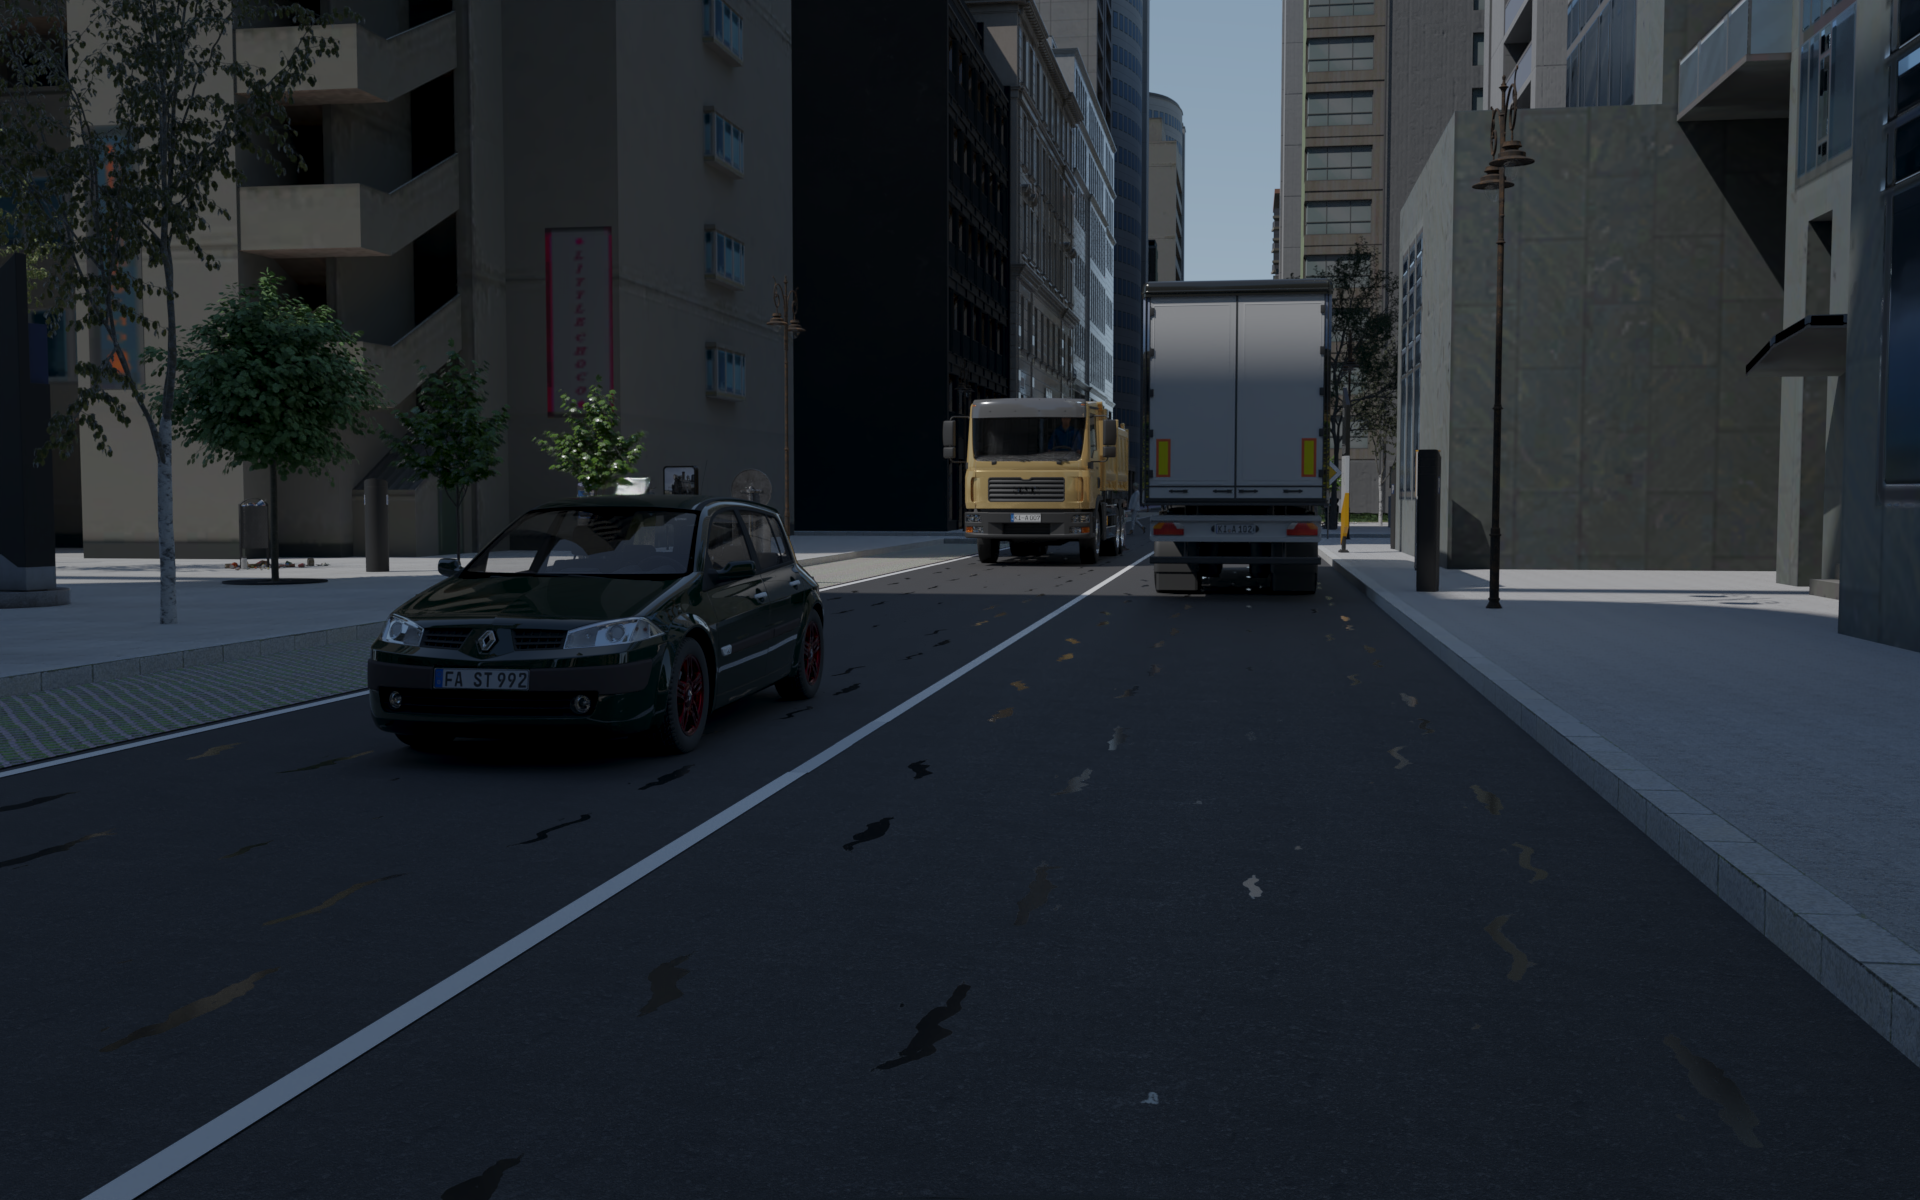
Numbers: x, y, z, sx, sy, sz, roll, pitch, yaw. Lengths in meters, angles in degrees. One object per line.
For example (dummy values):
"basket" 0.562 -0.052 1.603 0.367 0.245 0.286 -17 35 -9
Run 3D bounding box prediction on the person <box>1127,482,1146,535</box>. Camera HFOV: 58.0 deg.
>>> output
"person" 6.238 -3.222 61.065 0.818 1.842 0.514 -1 4 -17

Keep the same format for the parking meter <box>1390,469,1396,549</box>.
"parking meter" 10.192 -2.116 40.314 0.255 1.863 0.399 0 4 0

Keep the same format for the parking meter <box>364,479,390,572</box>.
"parking meter" -9.618 -1.232 28.561 0.372 1.533 0.369 0 3 0

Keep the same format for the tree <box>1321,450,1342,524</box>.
"tree" 15.845 -4.870 74.232 1.663 3.219 1.824 0 3 0

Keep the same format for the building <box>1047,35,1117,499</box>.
"building" 3.581 -20.586 114.076 11.434 29.767 29.804 1 4 9

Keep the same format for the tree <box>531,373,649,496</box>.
"tree" -5.707 -2.024 27.690 1.663 3.219 1.824 0 3 0

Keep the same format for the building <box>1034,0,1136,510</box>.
"building" 4.222 -43.141 143.612 20.563 71.187 20.611 1 4 9

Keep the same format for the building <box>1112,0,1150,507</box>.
"building" 6.971 -38.302 168.242 21.231 58.520 28.212 1 4 9

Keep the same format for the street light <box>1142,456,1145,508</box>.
"street light" 17.531 -11.758 165.033 0.468 5.910 1.993 1 4 9

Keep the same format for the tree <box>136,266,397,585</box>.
"tree" -9.833 -2.521 24.925 4.285 4.588 4.351 0 3 0

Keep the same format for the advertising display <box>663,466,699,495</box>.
"advertising display" -6.374 -2.102 39.576 0.974 1.923 0.123 2 4 33

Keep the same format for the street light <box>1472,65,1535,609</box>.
"street light" 5.999 -2.843 19.279 0.468 5.910 1.993 1 4 9

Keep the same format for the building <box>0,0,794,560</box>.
"building" -17.238 -25.672 43.442 21.600 48.544 21.300 1 4 9

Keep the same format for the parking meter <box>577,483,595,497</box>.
"parking meter" -7.081 -1.501 32.947 0.372 1.533 0.369 0 3 0

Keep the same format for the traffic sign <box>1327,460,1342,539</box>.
"traffic sign" 10.468 -2.790 49.265 0.795 2.450 0.064 1 4 9

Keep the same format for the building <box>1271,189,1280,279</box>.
"building" 54.551 -35.894 241.483 22.147 44.769 28.867 1 4 9

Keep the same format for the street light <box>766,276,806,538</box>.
"street light" -3.685 -3.916 36.808 0.468 5.910 1.993 1 4 9

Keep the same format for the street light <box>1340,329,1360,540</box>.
"street light" 10.954 -4.648 48.781 0.468 5.910 1.993 1 4 9

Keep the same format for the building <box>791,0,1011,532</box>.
"building" -5.203 -14.528 67.217 12.332 23.373 15.834 1 4 9

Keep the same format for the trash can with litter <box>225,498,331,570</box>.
"trash can with litter" -11.900 -1.173 30.231 1.678 1.210 2.233 3 4 38

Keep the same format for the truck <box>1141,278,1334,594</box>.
"truck" 4.528 -2.404 28.226 2.839 4.237 11.283 1 4 9

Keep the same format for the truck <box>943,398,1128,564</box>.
"truck" 2.012 -2.568 37.903 3.469 3.379 9.791 1 4 10

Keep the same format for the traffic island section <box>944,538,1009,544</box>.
"traffic island section" 0.735 -1.754 50.956 2.009 0.180 2.903 1 4 9

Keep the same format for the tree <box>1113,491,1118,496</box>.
"tree" 11.621 -8.305 130.395 1.663 3.219 1.824 0 3 0

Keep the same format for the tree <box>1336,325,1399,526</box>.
"tree" 17.025 -7.296 69.656 4.360 8.622 3.978 0 3 0

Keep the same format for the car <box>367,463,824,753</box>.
"car" -2.096 -0.069 10.915 2.009 1.686 4.222 1 4 10

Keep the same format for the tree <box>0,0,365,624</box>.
"tree" -8.069 -4.066 16.849 4.360 8.622 3.978 0 3 0

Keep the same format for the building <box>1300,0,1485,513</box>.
"building" 24.303 -24.674 87.019 14.154 41.232 14.086 1 4 9

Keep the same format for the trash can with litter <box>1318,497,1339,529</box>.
"trash can with litter" 13.473 -3.179 63.370 0.624 1.170 1.055 0 4 -7

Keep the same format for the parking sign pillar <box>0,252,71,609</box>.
"parking sign pillar" -11.059 -1.918 19.837 1.447 3.967 1.447 1 4 21

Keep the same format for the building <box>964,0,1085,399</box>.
"building" -1.105 -17.730 87.148 12.463 27.353 25.104 1 4 9

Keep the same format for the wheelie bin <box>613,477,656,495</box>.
"wheelie bin" -6.117 -1.505 32.508 0.980 1.594 0.693 1 4 17

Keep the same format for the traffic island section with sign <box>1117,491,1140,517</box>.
"traffic island section with sign" 10.187 -6.073 107.929 1.989 1.847 2.006 1 4 9

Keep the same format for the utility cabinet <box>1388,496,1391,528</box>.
"utility cabinet" 16.962 -3.391 66.610 1.020 1.237 0.306 -1 4 -22

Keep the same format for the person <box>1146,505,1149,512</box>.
"person" 14.650 -7.754 136.066 0.721 1.735 1.217 0 4 5

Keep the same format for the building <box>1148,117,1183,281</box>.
"building" 18.000 -36.950 227.834 21.300 48.544 21.600 1 4 9

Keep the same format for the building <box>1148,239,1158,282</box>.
"building" 14.233 -25.578 189.908 14.160 30.474 14.107 1 4 9

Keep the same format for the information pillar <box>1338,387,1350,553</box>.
"information pillar" 8.402 -2.838 37.761 0.183 3.616 0.504 0 4 3

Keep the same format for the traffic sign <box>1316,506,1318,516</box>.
"traffic sign" 11.775 -3.272 57.143 0.795 2.450 0.064 1 4 9

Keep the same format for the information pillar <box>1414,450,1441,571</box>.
"information pillar" 7.827 -1.500 29.013 0.304 2.012 0.304 3 5 41

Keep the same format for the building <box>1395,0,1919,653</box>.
"building" 18.502 -43.272 20.177 22.319 86.520 31.000 1 4 9

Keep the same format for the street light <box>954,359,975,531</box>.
"street light" 0.160 -5.289 59.258 0.468 5.910 1.993 1 4 9

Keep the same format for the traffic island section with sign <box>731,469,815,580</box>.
"traffic island section with sign" -3.311 -1.099 26.589 1.989 1.847 2.006 1 4 9

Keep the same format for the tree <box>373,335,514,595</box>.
"tree" -6.305 -1.629 21.228 1.663 3.219 1.824 0 3 0

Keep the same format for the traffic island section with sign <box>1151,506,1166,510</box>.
"traffic island section with sign" 18.321 -9.072 156.958 1.989 1.847 2.006 1 4 9

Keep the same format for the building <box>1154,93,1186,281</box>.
"building" 21.536 -43.434 252.143 21.231 58.520 28.212 1 4 9

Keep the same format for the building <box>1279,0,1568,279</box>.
"building" 31.945 -35.029 114.719 21.231 58.520 28.212 1 4 9

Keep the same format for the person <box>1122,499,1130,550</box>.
"person" 4.157 -1.918 44.134 0.394 1.301 0.425 -1 4 -17

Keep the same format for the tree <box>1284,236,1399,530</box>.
"tree" 13.748 -7.809 62.084 7.601 10.594 8.767 0 4 -6

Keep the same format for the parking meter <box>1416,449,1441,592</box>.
"parking meter" 6.179 -1.047 22.831 0.255 1.863 0.399 1 4 23

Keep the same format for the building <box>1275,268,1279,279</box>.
"building" 47.068 -27.471 220.844 14.160 30.474 14.107 1 4 9

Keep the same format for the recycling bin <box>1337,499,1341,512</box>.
"recycling bin" 17.755 -4.188 81.034 0.722 1.027 0.722 0 4 8

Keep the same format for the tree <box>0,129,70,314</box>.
"tree" -17.238 -4.771 28.373 4.737 8.622 4.395 0 3 0
